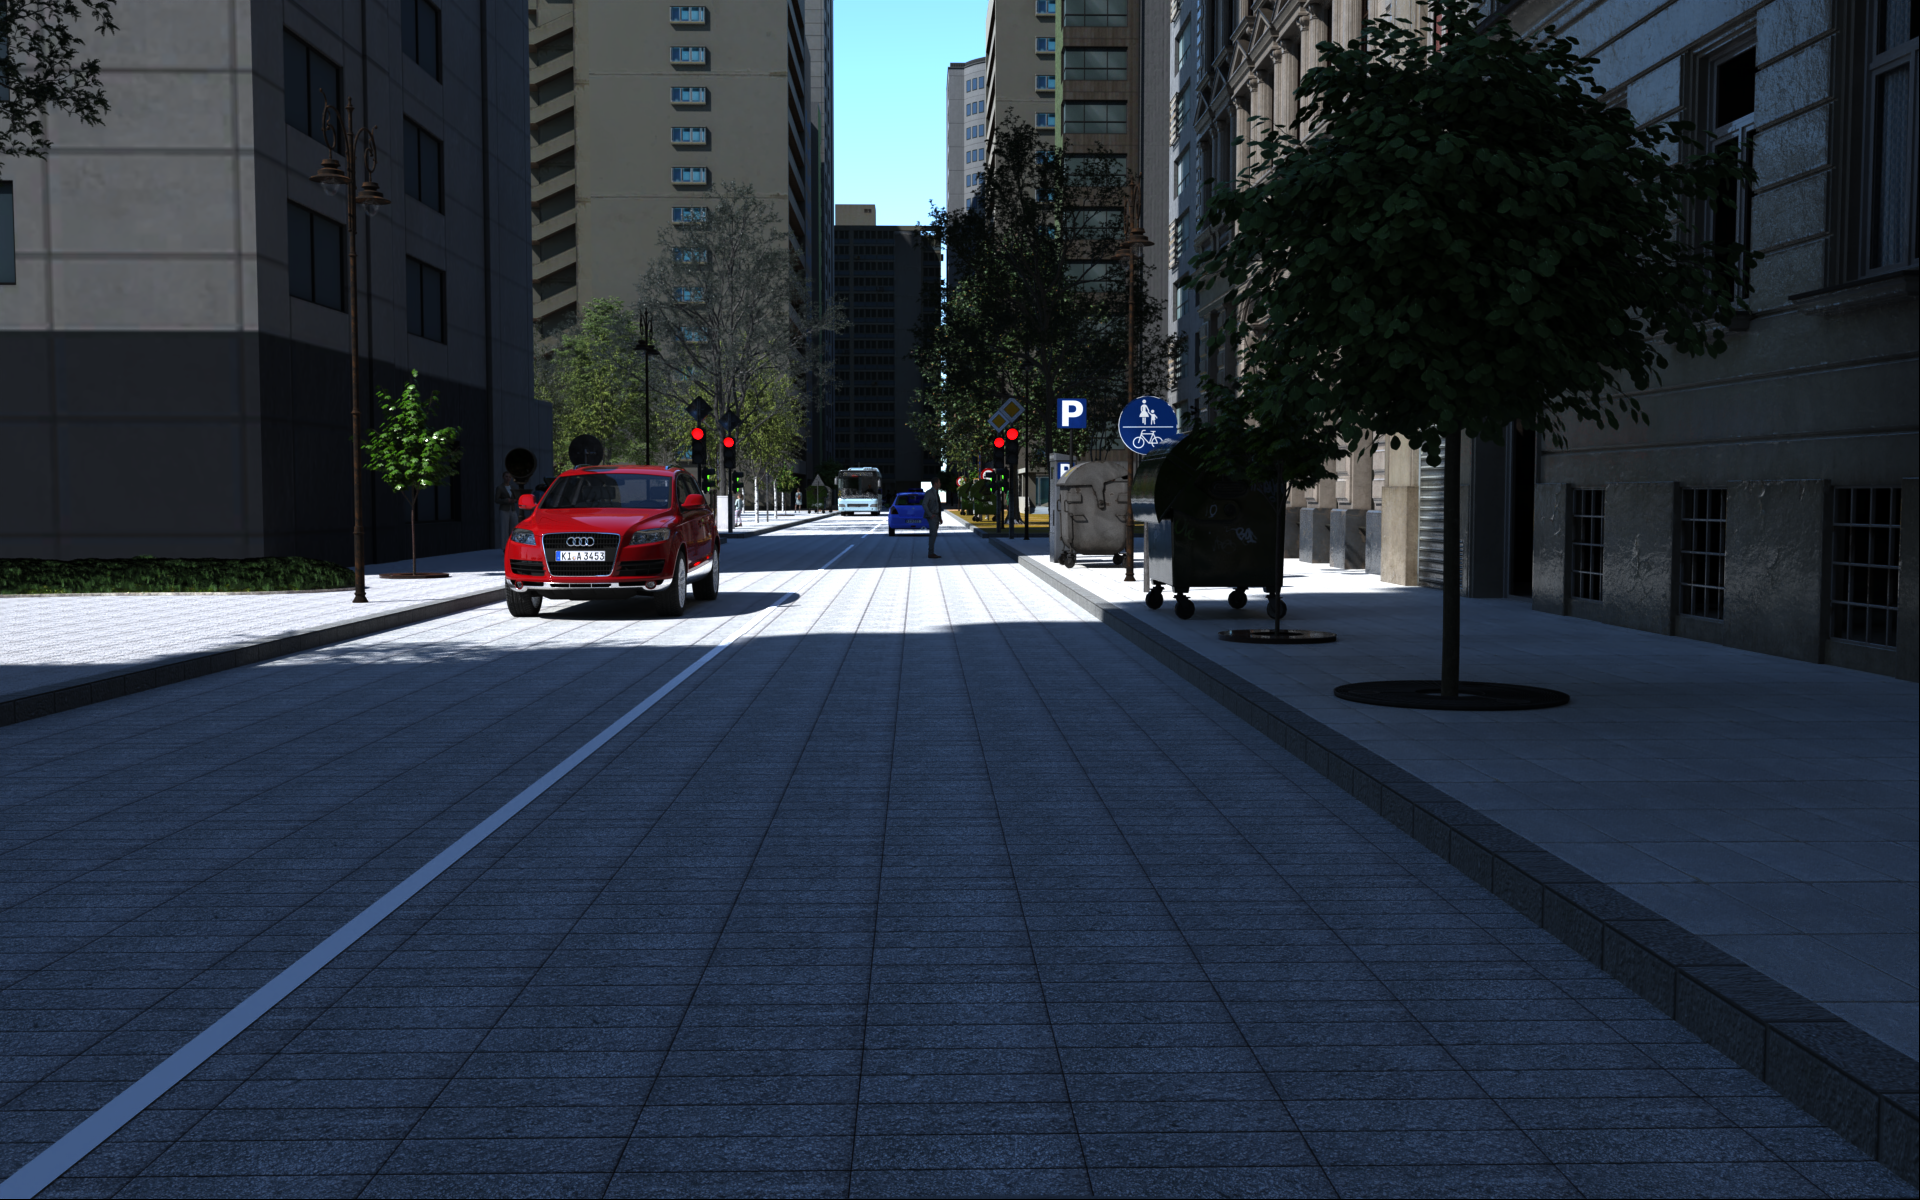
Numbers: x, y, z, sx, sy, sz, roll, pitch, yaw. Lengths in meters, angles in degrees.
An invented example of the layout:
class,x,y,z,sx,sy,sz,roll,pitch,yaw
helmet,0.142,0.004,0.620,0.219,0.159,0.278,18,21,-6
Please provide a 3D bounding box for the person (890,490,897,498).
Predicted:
class,x,y,z,sx,sy,sz,roll,pitch,yaw
person,-7.106,-11.116,189.872,1.348,1.869,0.705,2,4,31

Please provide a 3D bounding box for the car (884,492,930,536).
class,x,y,z,sx,sy,sz,roll,pitch,yaw
car,-1.651,-3.088,60.082,1.945,1.707,3.694,0,4,-3

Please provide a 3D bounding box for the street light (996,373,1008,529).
class,x,y,z,sx,sy,sz,roll,pitch,yaw
street light,1.570,-5.554,63.595,0.468,5.910,1.993,0,4,-1

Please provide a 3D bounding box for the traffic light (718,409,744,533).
class,x,y,z,sx,sy,sz,roll,pitch,yaw
traffic light,-7.589,-4.181,57.273,0.839,4.253,0.868,0,4,-1

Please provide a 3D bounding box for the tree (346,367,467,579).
class,x,y,z,sx,sy,sz,roll,pitch,yaw
tree,-8.311,-1.948,26.457,1.663,3.219,1.824,0,3,0

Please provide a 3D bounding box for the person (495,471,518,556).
class,x,y,z,sx,sy,sz,roll,pitch,yaw
person,-9.314,-1.782,35.732,0.362,1.759,0.519,3,5,43

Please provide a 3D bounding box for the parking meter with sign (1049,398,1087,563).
class,x,y,z,sx,sy,sz,roll,pitch,yaw
parking meter with sign,1.957,-2.214,32.453,0.543,3.016,1.738,0,4,-5

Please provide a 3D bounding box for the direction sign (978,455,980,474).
class,x,y,z,sx,sy,sz,roll,pitch,yaw
direction sign,1.057,-6.328,95.458,0.379,3.537,0.876,-1,4,-8

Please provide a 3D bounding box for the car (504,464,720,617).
class,x,y,z,sx,sy,sz,roll,pitch,yaw
car,-4.284,-0.812,21.955,2.281,1.827,5.304,0,4,-1

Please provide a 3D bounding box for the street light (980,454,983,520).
class,x,y,z,sx,sy,sz,roll,pitch,yaw
street light,1.050,-6.948,86.385,0.468,5.910,1.993,0,4,-1

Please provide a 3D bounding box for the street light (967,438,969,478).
class,x,y,z,sx,sy,sz,roll,pitch,yaw
street light,0.557,-8.342,109.175,0.468,5.910,1.993,0,4,-1

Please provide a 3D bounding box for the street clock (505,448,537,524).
class,x,y,z,sx,sy,sz,roll,pitch,yaw
street clock,-6.878,-1.383,27.176,0.471,2.002,0.358,0,4,-7

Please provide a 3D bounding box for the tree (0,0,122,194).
class,x,y,z,sx,sy,sz,roll,pitch,yaw
tree,-7.965,-4.586,9.388,7.601,10.594,8.767,-3,5,-42

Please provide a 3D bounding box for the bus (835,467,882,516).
class,x,y,z,sx,sy,sz,roll,pitch,yaw
bus,-6.667,-7.437,116.447,2.948,3.499,13.247,0,4,-1

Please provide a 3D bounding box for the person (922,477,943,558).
class,x,y,z,sx,sy,sz,roll,pitch,yaw
person,-0.600,-1.851,38.855,0.391,1.810,0.635,1,4,13

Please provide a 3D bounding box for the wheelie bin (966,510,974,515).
class,x,y,z,sx,sy,sz,roll,pitch,yaw
wheelie bin,0.742,-6.016,106.272,0.980,1.594,0.693,1,4,13

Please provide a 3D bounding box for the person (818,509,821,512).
class,x,y,z,sx,sy,sz,roll,pitch,yaw
person,-10.160,-6.989,124.985,0.362,1.253,0.373,0,4,8

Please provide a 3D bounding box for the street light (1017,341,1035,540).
class,x,y,z,sx,sy,sz,roll,pitch,yaw
street light,1.863,-4.617,48.283,0.468,5.910,1.993,0,4,-1

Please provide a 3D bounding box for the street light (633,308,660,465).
class,x,y,z,sx,sy,sz,roll,pitch,yaw
street light,-7.778,-4.301,43.102,0.468,5.910,1.993,0,4,-1

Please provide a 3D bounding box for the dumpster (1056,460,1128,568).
class,x,y,z,sx,sy,sz,roll,pitch,yaw
dumpster,2.390,-1.518,30.584,1.264,1.857,1.865,0,4,-1

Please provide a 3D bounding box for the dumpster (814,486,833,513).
class,x,y,z,sx,sy,sz,roll,pitch,yaw
dumpster,-9.477,-6.995,120.132,1.264,1.857,1.865,0,4,-1

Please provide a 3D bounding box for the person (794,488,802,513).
class,x,y,z,sx,sy,sz,roll,pitch,yaw
person,-10.990,-6.780,117.898,0.512,1.701,0.522,-1,4,-23

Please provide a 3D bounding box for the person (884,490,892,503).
class,x,y,z,sx,sy,sz,roll,pitch,yaw
person,-7.154,-10.059,172.600,0.705,1.869,1.348,2,4,33

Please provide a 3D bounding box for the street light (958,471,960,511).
class,x,y,z,sx,sy,sz,roll,pitch,yaw
street light,-0.072,-9.743,132.080,0.468,5.910,1.993,0,4,-1

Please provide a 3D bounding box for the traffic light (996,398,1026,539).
class,x,y,z,sx,sy,sz,roll,pitch,yaw
traffic light,1.459,-3.706,49.516,0.839,4.253,0.868,0,4,-1

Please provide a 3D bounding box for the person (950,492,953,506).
class,x,y,z,sx,sy,sz,roll,pitch,yaw
person,-0.872,-10.729,181.420,0.705,1.831,1.348,-1,4,-9

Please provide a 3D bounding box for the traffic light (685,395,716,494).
class,x,y,z,sx,sy,sz,roll,pitch,yaw
traffic light,-7.400,-3.692,49.290,0.839,4.253,0.868,0,4,-1

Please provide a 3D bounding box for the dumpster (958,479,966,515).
class,x,y,z,sx,sy,sz,roll,pitch,yaw
dumpster,0.633,-6.246,104.621,1.502,2.255,1.985,0,4,-2

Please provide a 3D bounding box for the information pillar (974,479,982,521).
class,x,y,z,sx,sy,sz,roll,pitch,yaw
information pillar,0.852,-4.761,82.332,0.304,2.012,0.304,2,4,33

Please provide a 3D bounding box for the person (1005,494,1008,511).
class,x,y,z,sx,sy,sz,roll,pitch,yaw
person,3.825,-7.859,134.545,0.705,1.824,1.348,-2,4,-30

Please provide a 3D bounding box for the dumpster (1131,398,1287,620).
class,x,y,z,sx,sy,sz,roll,pitch,yaw
dumpster,2.684,-0.974,18.424,1.502,2.255,1.985,0,4,-1

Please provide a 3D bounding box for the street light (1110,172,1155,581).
class,x,y,z,sx,sy,sz,roll,pitch,yaw
street light,2.501,-3.213,25.321,0.468,5.910,1.993,0,4,-1

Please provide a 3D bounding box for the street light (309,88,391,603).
class,x,y,z,sx,sy,sz,roll,pitch,yaw
street light,-7.095,-2.907,20.316,0.468,5.910,1.993,0,4,-1

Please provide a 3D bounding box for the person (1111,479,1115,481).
class,x,y,z,sx,sy,sz,roll,pitch,yaw
person,3.515,-2.083,40.665,0.480,1.755,0.524,0,4,-4

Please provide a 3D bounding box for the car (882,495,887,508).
class,x,y,z,sx,sy,sz,roll,pitch,yaw
car,-8.573,-10.562,185.274,1.945,1.354,3.894,0,4,-2

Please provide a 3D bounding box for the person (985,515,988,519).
class,x,y,z,sx,sy,sz,roll,pitch,yaw
person,1.177,-5.076,89.218,0.728,1.800,0.709,-2,4,-30

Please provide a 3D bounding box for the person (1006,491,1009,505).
class,x,y,z,sx,sy,sz,roll,pitch,yaw
person,3.058,-6.036,104.985,0.600,1.795,0.529,1,4,9

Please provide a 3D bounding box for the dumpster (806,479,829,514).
class,x,y,z,sx,sy,sz,roll,pitch,yaw
dumpster,-9.477,-6.847,114.446,1.502,2.255,1.985,0,4,-1

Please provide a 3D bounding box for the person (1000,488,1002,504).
class,x,y,z,sx,sy,sz,roll,pitch,yaw
person,2.819,-7.378,126.858,0.709,1.800,0.728,1,4,20

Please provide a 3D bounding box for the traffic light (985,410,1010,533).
class,x,y,z,sx,sy,sz,roll,pitch,yaw
traffic light,1.269,-4.194,57.498,0.839,4.253,0.868,0,4,-1

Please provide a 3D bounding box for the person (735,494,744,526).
class,x,y,z,sx,sy,sz,roll,pitch,yaw
person,-8.777,-3.558,68.494,0.394,1.301,0.425,1,4,23

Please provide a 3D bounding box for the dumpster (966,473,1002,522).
class,x,y,z,sx,sy,sz,roll,pitch,yaw
dumpster,1.196,-4.781,80.663,1.502,2.255,1.985,0,4,-1

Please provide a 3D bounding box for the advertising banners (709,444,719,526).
class,x,y,z,sx,sy,sz,roll,pitch,yaw
advertising banners,-8.458,-3.886,59.725,0.090,3.025,2.074,0,4,1

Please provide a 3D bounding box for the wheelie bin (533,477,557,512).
class,x,y,z,sx,sy,sz,roll,pitch,yaw
wheelie bin,-7.395,-1.447,31.564,0.693,1.594,0.980,1,4,21
